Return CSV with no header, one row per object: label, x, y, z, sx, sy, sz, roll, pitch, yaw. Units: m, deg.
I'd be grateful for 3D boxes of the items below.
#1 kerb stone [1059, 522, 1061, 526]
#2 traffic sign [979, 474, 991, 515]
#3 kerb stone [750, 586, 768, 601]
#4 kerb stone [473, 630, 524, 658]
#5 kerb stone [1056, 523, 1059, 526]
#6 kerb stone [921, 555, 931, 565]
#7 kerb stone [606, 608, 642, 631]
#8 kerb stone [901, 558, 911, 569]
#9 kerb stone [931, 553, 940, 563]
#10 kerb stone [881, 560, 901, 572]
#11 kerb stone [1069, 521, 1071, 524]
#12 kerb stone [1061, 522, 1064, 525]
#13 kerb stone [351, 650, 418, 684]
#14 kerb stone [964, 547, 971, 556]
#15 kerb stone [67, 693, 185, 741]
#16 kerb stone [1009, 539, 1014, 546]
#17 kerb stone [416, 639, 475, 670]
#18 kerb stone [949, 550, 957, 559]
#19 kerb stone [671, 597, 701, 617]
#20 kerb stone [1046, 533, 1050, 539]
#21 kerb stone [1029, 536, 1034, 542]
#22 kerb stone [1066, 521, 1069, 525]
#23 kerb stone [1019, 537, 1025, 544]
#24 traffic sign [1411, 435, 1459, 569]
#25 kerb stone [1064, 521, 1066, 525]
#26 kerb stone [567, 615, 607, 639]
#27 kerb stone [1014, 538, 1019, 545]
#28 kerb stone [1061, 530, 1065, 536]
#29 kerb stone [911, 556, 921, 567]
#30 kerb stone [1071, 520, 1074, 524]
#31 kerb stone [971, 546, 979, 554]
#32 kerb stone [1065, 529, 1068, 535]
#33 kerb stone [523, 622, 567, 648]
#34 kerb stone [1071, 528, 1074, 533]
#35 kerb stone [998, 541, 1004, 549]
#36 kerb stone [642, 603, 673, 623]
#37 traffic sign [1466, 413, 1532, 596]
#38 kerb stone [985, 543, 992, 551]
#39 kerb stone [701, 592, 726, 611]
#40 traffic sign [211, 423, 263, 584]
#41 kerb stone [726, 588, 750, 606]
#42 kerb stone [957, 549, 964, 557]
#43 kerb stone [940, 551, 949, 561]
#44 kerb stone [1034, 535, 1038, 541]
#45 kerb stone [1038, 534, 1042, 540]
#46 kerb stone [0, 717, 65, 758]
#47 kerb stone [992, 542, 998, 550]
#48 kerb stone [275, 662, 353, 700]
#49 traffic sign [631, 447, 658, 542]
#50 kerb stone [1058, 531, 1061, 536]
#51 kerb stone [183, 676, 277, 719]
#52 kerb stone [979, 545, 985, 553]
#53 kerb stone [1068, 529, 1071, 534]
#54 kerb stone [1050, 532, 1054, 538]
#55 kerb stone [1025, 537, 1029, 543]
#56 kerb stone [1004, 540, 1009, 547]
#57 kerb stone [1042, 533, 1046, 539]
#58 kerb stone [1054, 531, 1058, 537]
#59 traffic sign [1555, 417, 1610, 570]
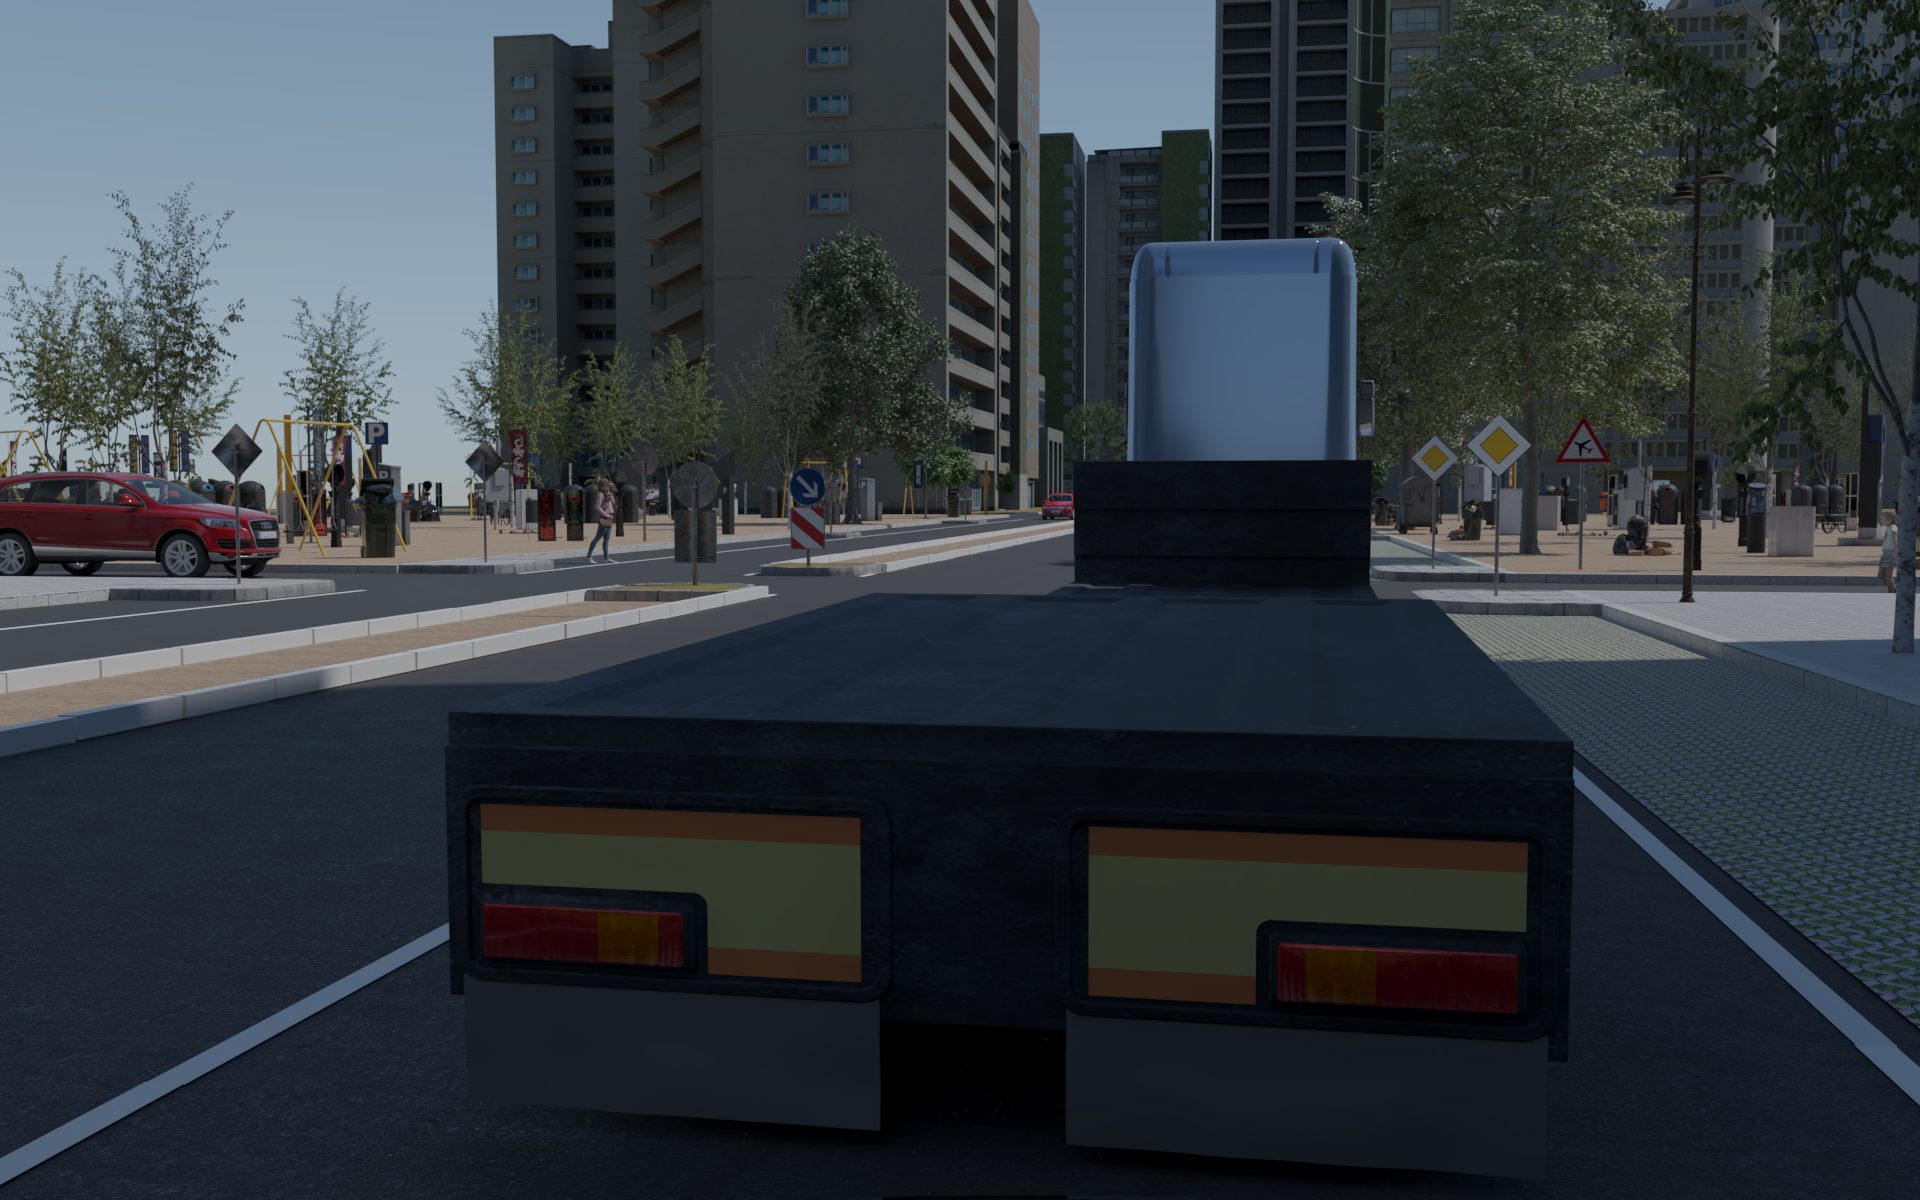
kerb stone,4.286,-3.358,77.093,0.120,0.150,1.000,1,4,10
traffic sign,1.524,-6.559,107.347,0.768,2.556,0.104,1,4,17
kerb stone,-2.817,-0.088,23.659,0.120,0.150,1.000,1,4,10
kerb stone,-4.208,0.408,15.577,0.120,0.150,1.000,1,4,10
kerb stone,4.109,-3.296,76.080,0.120,0.150,1.000,1,4,10
kerb stone,-0.802,-0.803,35.322,0.120,0.150,1.000,1,4,10
kerb stone,-3.683,0.219,18.613,0.120,0.150,1.000,1,4,10
kerb stone,-1.144,-0.676,33.295,0.120,0.150,1.000,1,4,10
kerb stone,-0.620,-0.864,36.328,0.120,0.150,1.000,1,4,10
kerb stone,-1.315,-0.617,32.287,0.120,0.150,1.000,1,4,10
kerb stone,4.991,-3.606,81.149,0.120,0.150,1.000,1,4,10
kerb stone,4.454,-3.412,78.107,0.120,0.150,1.000,1,4,10
kerb stone,-4.560,0.532,13.557,0.120,0.150,1.000,1,4,10
kerb stone,0.068,-1.107,40.375,0.120,0.150,1.000,1,4,10
kerb stone,-5.089,0.713,10.534,0.120,0.150,1.000,1,4,10
kerb stone,1.294,-1.544,47.442,0.120,0.150,1.000,1,4,10
kerb stone,-4.380,0.466,14.569,0.120,0.150,1.000,1,4,10
kerb stone,-0.269,-0.988,38.347,0.120,0.150,1.000,1,4,10
kerb stone,-3.334,0.096,20.631,0.120,0.150,1.000,1,4,10
kerb stone,2.698,-2.039,55.533,0.120,0.150,1.000,1,4,10
kerb stone,1.991,-1.789,51.495,0.120,0.150,1.000,1,4,10
kerb stone,4.814,-3.541,80.136,0.120,0.150,1.000,1,4,10
kerb stone,1.648,-1.668,49.467,0.120,0.150,1.000,1,4,10
traffic sign,8.081,-1.584,29.534,0.795,2.450,0.064,1,4,10
kerb stone,4.635,-3.481,79.112,0.120,0.150,1.000,1,4,10
kerb stone,-3.855,0.281,17.599,0.120,0.150,1.000,1,4,10
kerb stone,1.462,-1.606,48.451,0.120,0.150,1.000,1,4,10
kerb stone,3.400,-2.287,59.586,0.120,0.150,1.000,1,4,10
kerb stone,-0.972,-0.741,34.314,0.120,0.150,1.000,1,4,10
kerb stone,5.153,-3.667,82.158,0.120,0.150,1.000,1,4,10
kerb stone,0.254,-1.174,41.390,0.120,0.150,1.000,1,4,10
kerb stone,3.570,-2.340,60.595,0.120,0.150,1.000,1,4,10
kerb stone,-4.043,0.343,16.586,0.120,0.150,1.000,1,4,10
kerb stone,3.917,-2.473,62.626,0.120,0.150,1.000,1,4,10
kerb stone,0.951,-1.419,45.424,0.120,0.150,1.000,1,4,10
kerb stone,-3.508,0.158,19.624,0.120,0.150,1.000,1,4,10
traffic sign,6.722,-1.102,21.665,0.795,2.450,0.064,1,4,10
kerb stone,0.597,-1.292,43.407,0.120,0.150,1.000,1,4,10
kerb stone,-3.162,0.034,21.638,0.120,0.150,1.000,1,4,10
traffic sign,-10.268,-1.282,24.608,0.795,2.450,0.064,1,4,10
kerb stone,-2.985,-0.028,22.651,0.120,0.150,1.000,1,4,10
kerb stone,-0.107,-1.050,39.365,0.120,0.150,1.000,1,4,10
kerb stone,-0.441,-0.918,37.339,0.120,0.150,1.000,1,4,10
kerb stone,2.173,-1.854,52.506,0.120,0.150,1.000,1,4,10
kerb stone,2.347,-1.913,53.519,0.120,0.150,1.000,1,4,10
kerb stone,-5.250,0.781,9.515,0.120,0.150,1.000,1,4,10
kerb stone,0.782,-1.359,44.416,0.120,0.150,1.000,1,4,10
kerb stone,-4.731,0.590,12.550,0.120,0.150,1.000,1,4,10
traffic sign,-8.525,-2.853,46.754,0.768,2.556,0.104,1,4,11
kerb stone,3.222,-2.223,58.580,0.120,0.150,1.000,1,4,10
kerb stone,-4.901,0.652,11.539,0.120,0.150,1.000,1,4,10
kerb stone,0.424,-1.236,42.400,0.120,0.150,1.000,1,4,10
kerb stone,3.736,-2.410,61.603,0.120,0.150,1.000,1,4,10
kerb stone,2.865,-2.101,56.542,0.120,0.150,1.000,1,4,10
kerb stone,1.819,-1.730,50.488,0.120,0.150,1.000,1,4,10
kerb stone,1.120,-1.482,46.433,0.120,0.150,1.000,1,4,10
kerb stone,2.519,-1.976,54.527,0.120,0.150,1.000,1,4,10
kerb stone,3.040,-2.163,57.560,0.120,0.150,1.000,1,4,10
traffic sign,10.505,-1.790,29.266,0.884,2.594,0.081,1,4,12
